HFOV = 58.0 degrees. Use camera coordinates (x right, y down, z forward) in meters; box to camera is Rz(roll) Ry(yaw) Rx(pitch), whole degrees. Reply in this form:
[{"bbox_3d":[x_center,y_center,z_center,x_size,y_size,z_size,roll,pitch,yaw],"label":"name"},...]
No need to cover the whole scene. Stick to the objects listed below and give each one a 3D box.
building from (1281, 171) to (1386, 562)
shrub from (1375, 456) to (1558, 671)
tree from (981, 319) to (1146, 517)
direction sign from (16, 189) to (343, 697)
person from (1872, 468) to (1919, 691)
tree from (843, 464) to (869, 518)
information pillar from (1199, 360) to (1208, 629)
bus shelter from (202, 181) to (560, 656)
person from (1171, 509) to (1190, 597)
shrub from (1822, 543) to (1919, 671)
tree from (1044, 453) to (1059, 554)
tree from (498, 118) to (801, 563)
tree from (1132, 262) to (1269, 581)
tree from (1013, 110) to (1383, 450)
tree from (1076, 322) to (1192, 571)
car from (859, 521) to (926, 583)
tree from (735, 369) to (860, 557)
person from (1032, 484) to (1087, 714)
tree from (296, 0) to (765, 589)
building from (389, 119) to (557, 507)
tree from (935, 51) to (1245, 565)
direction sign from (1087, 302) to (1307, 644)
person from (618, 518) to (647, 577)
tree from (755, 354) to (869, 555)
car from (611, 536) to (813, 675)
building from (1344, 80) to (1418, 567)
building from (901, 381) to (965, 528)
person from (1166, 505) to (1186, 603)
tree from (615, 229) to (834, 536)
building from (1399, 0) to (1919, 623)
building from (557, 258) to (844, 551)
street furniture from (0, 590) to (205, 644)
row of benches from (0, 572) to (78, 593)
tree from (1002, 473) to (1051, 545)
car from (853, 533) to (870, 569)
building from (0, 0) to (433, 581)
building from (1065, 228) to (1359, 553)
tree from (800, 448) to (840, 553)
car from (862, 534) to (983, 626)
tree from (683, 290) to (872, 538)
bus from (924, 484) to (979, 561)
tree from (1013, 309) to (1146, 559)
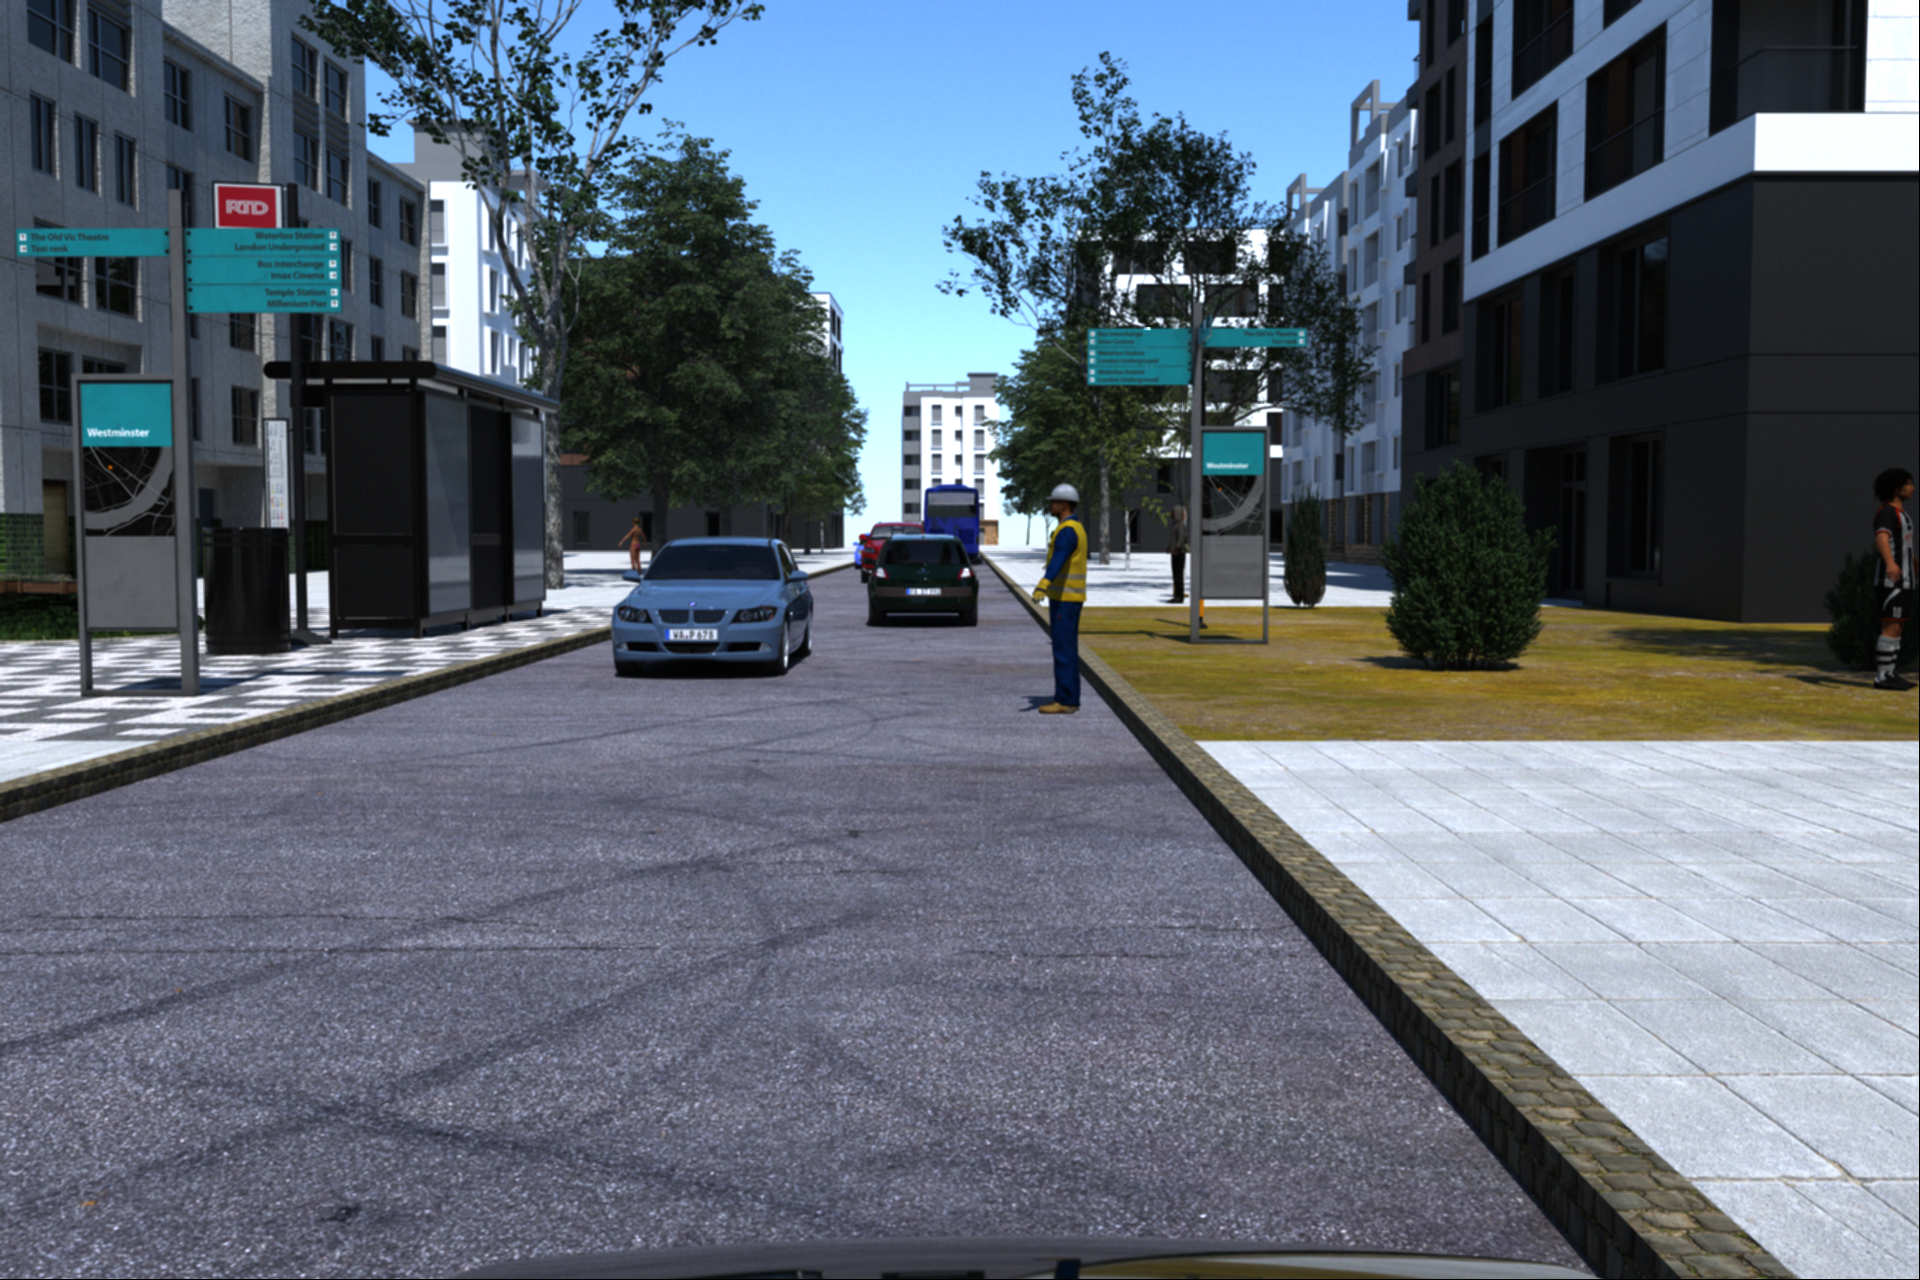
[{"bbox_3d":[22.492,-14.415,92.110,16.016,20.090,11.380,0,4,0],"label":"building"},{"bbox_3d":[4.785,-0.736,16.458,1.690,2.028,1.600,0,3,0],"label":"shrub"},{"bbox_3d":[6.024,-11.816,99.849,9.857,13.997,8.962,0,3,0],"label":"tree"},{"bbox_3d":[-6.069,-1.551,14.117,2.525,3.948,1.411,0,4,1],"label":"direction sign"},{"bbox_3d":[7.747,-0.500,14.315,0.704,1.843,1.345,3,4,37],"label":"person"},{"bbox_3d":[-14.396,-16.727,207.890,7.601,10.594,8.767,0,4,-1],"label":"tree"},{"bbox_3d":[3.254,-1.971,23.583,0.183,3.616,0.504,0,4,-1],"label":"information pillar"},{"bbox_3d":[-7.357,-2.743,22.479,2.179,5.291,8.768,0,4,1],"label":"bus shelter"},{"bbox_3d":[4.492,-1.782,35.276,0.704,1.812,1.346,0,4,-2],"label":"person"},{"bbox_3d":[8.640,-0.317,16.302,1.383,1.207,1.383,0,3,0],"label":"shrub"},{"bbox_3d":[5.545,-9.899,112.207,4.360,8.622,3.978,0,3,0],"label":"tree"},{"bbox_3d":[-9.612,-9.076,55.054,9.857,13.997,8.962,0,3,0],"label":"tree"},{"bbox_3d":[5.923,-5.940,47.480,4.360,8.622,3.978,0,3,0],"label":"tree"},{"bbox_3d":[5.647,-6.333,37.958,8.767,10.594,7.601,-2,4,-30],"label":"tree"},{"bbox_3d":[5.838,-6.666,59.345,4.737,8.622,4.395,0,3,0],"label":"tree"},{"bbox_3d":[-1.879,-2.679,52.479,2.281,1.827,5.304,0,4,0],"label":"car"},{"bbox_3d":[-9.587,-10.488,97.235,9.928,11.665,9.643,0,3,0],"label":"tree"},{"bbox_3d":[0.813,-0.337,13.941,0.705,1.833,1.349,1,4,13],"label":"person"},{"bbox_3d":[-10.867,-11.219,39.328,12.611,20.169,13.585,0,3,0],"label":"tree"},{"bbox_3d":[-26.616,-13.699,80.406,16.016,20.090,11.380,0,4,0],"label":"building"},{"bbox_3d":[5.158,-13.160,71.054,12.611,20.169,13.585,0,3,0],"label":"tree"},{"bbox_3d":[2.729,-1.883,19.542,2.525,3.948,1.411,0,4,1],"label":"direction sign"},{"bbox_3d":[-9.138,-2.546,48.433,0.721,1.733,1.217,2,4,27],"label":"person"},{"bbox_3d":[-9.337,-11.563,107.182,7.486,12.596,7.792,0,3,0],"label":"tree"},{"bbox_3d":[-2.626,-0.436,19.130,2.014,1.417,4.499,0,3,0],"label":"car"},{"bbox_3d":[21.817,-13.286,73.653,16.016,20.090,11.380,0,4,0],"label":"building"},{"bbox_3d":[-6.649,-21.345,207.869,11.380,20.090,16.016,1,4,10],"label":"building"},{"bbox_3d":[4.012,-1.591,32.149,0.705,1.813,1.348,0,4,0],"label":"person"},{"bbox_3d":[-9.922,-10.120,72.111,9.857,13.997,8.962,0,3,0],"label":"tree"},{"bbox_3d":[25.098,-12.020,40.501,27.936,21.610,32.646,0,4,0],"label":"building"},{"bbox_3d":[-24.950,-18.392,144.692,27.936,21.610,32.646,0,4,1],"label":"building"},{"bbox_3d":[-13.188,-0.300,20.538,5.734,0.657,10.072,1,4,21],"label":"street furniture"},{"bbox_3d":[-15.518,-0.757,27.843,4.104,0.672,1.422,2,4,26],"label":"row of benches"},{"bbox_3d":[8.421,-16.675,207.043,7.601,10.594,8.767,0,4,8],"label":"tree"},{"bbox_3d":[-3.452,-3.814,71.951,1.945,1.707,3.694,0,4,0],"label":"car"},{"bbox_3d":[-29.847,-11.500,54.477,16.747,18.905,31.486,0,4,0],"label":"building"},{"bbox_3d":[21.799,-17.618,132.024,27.936,21.610,32.646,0,4,0],"label":"building"},{"bbox_3d":[-9.061,-10.143,116.196,4.360,8.622,3.978,0,3,0],"label":"tree"},{"bbox_3d":[-0.606,-1.133,28.310,2.009,1.686,4.222,0,4,-1],"label":"car"},{"bbox_3d":[-9.521,-10.755,86.217,12.009,13.543,11.850,0,3,0],"label":"tree"},{"bbox_3d":[-0.412,-5.721,85.091,2.896,3.916,12.251,0,4,0],"label":"bus"},{"bbox_3d":[6.157,-10.374,87.740,7.486,12.596,7.792,0,3,0],"label":"tree"}]
